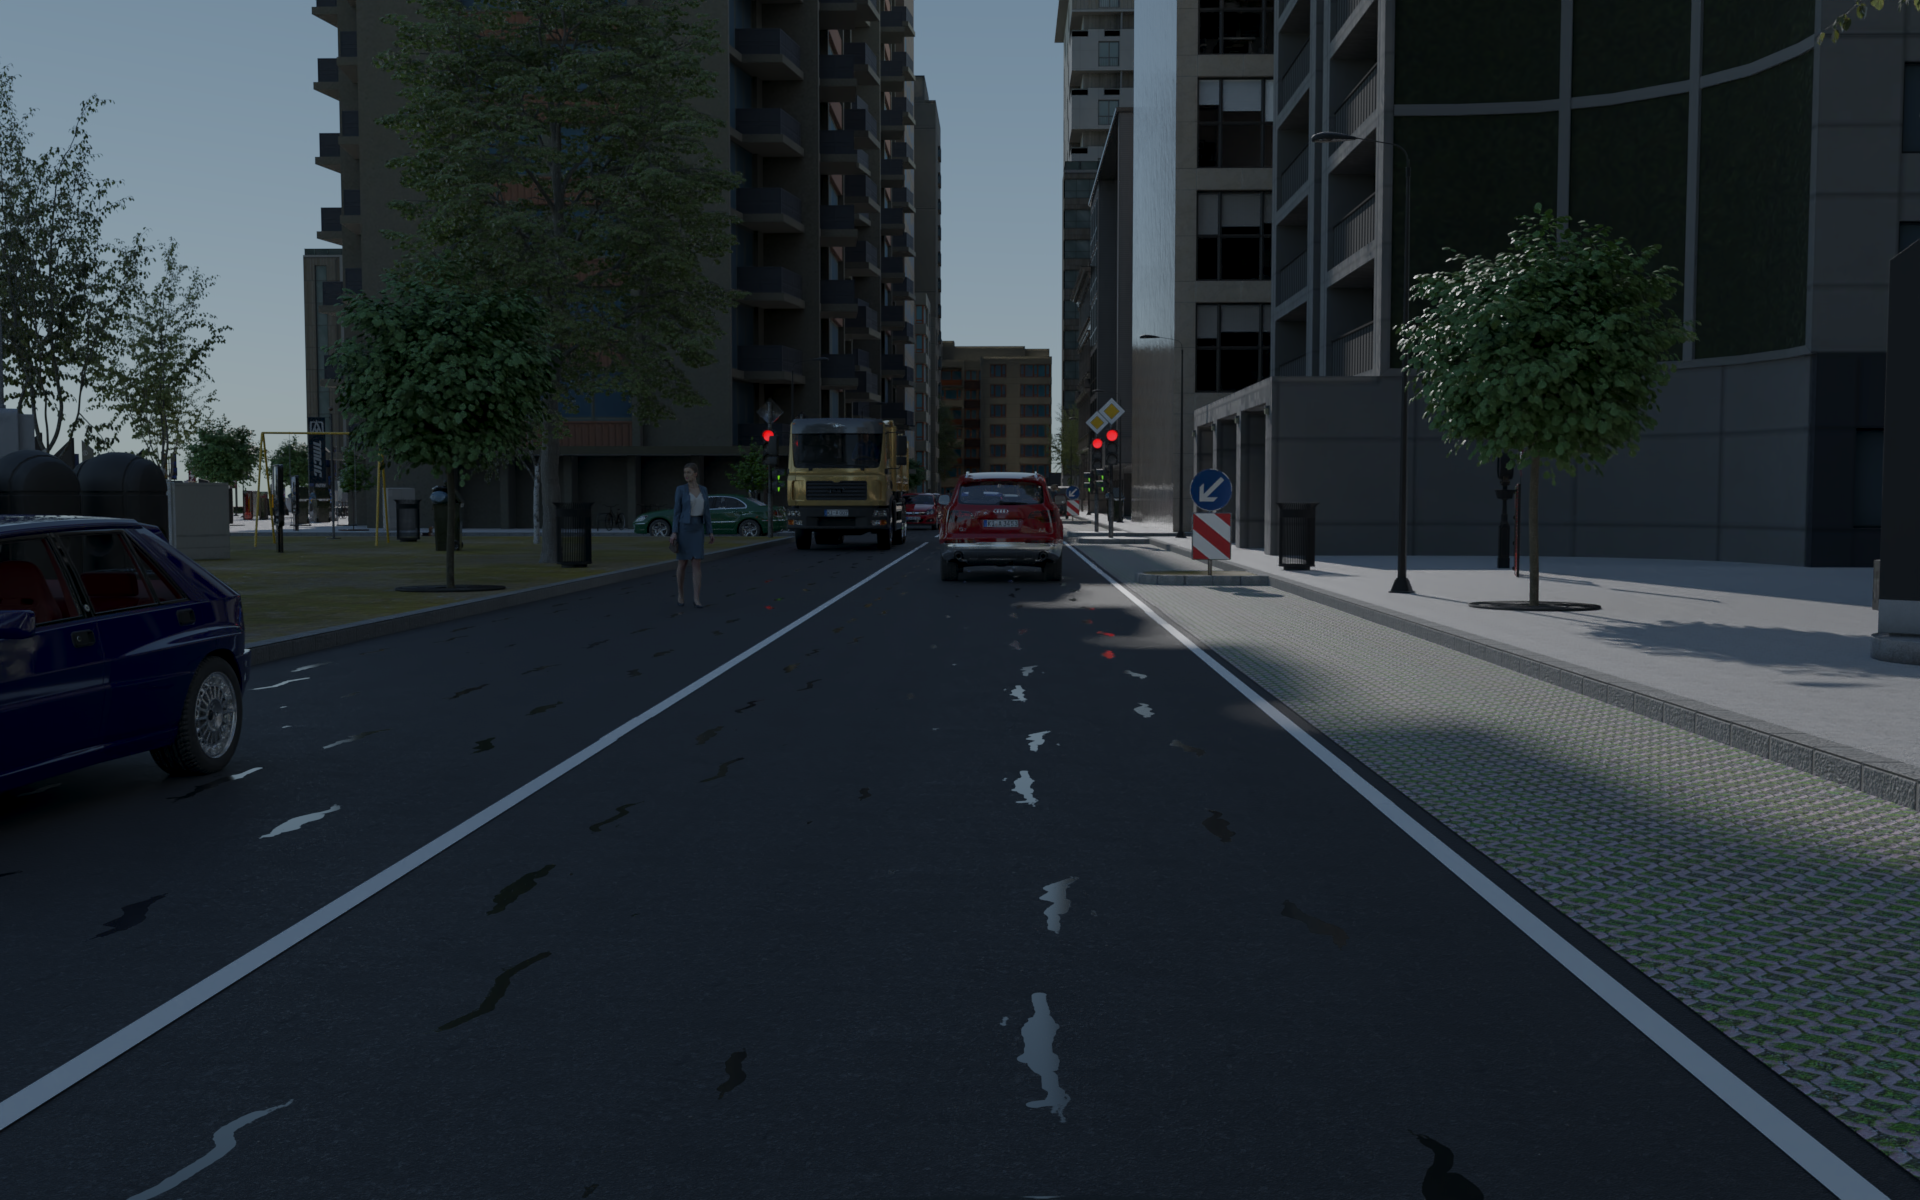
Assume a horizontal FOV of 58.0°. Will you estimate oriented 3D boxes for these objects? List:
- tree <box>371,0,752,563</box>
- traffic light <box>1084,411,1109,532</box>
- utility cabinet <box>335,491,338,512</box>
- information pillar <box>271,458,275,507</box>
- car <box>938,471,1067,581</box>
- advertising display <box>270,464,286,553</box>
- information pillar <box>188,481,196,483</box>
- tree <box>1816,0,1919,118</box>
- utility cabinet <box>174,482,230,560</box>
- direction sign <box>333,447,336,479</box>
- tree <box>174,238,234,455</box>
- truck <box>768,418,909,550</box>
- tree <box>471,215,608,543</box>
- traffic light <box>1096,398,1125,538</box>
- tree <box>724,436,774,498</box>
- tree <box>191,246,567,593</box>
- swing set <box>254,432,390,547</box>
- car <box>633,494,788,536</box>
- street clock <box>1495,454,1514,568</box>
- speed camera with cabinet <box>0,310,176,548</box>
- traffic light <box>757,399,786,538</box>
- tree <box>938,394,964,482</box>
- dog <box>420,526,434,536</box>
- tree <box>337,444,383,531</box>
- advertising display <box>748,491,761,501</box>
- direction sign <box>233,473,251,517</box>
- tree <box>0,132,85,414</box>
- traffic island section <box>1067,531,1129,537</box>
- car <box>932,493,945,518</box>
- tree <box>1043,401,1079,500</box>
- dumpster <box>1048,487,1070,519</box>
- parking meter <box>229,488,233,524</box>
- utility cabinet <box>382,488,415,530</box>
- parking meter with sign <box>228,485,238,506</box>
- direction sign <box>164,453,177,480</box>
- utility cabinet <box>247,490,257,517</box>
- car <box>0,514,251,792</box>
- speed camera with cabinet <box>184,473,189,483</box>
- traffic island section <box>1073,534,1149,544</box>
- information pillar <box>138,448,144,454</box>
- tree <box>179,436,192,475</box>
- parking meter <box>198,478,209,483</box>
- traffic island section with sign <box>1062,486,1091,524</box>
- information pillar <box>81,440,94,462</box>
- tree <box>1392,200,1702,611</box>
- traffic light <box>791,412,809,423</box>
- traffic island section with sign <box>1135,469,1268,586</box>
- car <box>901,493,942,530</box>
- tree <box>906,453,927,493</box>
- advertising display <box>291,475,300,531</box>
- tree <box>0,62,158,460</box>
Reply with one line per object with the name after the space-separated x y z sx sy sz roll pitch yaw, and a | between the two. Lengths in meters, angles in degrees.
-7.391 -6.986 32.353 7.486 12.596 7.792 0 3 0 | tree
4.610 -4.261 58.586 0.839 4.253 0.868 0 4 1 | traffic light
-39.768 -6.297 111.627 1.173 1.500 0.318 1 4 8 | utility cabinet
-38.019 -6.416 96.261 0.504 3.616 0.183 1 4 12 | information pillar
0.726 -1.308 30.062 2.281 1.827 5.304 0 4 2 | car
-14.968 -2.009 38.057 0.123 1.923 0.974 -2 4 -28 | advertising display
-44.568 -5.878 100.594 0.304 2.012 0.304 1 4 20 | information pillar
6.130 -3.533 8.133 4.360 8.622 3.978 0 3 0 | tree
-14.788 -1.523 33.587 0.318 1.500 1.173 2 4 32 | utility cabinet
-29.994 -5.565 82.980 0.379 3.537 0.876 0 4 -7 | direction sign
-22.786 -6.017 48.746 4.737 8.622 4.395 0 3 0 | tree
-2.943 -3.119 46.913 3.469 3.379 9.791 0 4 2 | truck
-11.100 -5.790 45.029 4.360 8.622 3.978 0 3 0 | tree
4.401 -3.773 50.604 0.839 4.253 0.868 0 4 1 | traffic light
-6.887 -3.865 57.802 1.663 3.219 1.824 0 3 0 | tree
-6.868 -2.406 23.050 4.285 4.588 4.351 0 3 0 | tree
-15.981 -2.825 43.809 3.119 2.851 2.862 -1 4 -12 | swing set
-7.822 -2.608 54.434 4.920 1.459 2.131 0 4 3 | car
9.400 -1.549 29.896 0.358 2.002 0.471 1 4 10 | street clock
-9.849 -1.520 19.193 2.038 3.252 0.660 -2 4 -30 | speed camera with cabinet
-5.557 -3.788 50.847 0.839 4.253 0.868 0 4 1 | traffic light
-3.273 -16.238 183.618 7.486 12.596 7.792 0 3 0 | tree
-17.379 -2.223 56.540 0.550 0.427 0.748 -3 5 -40 | dog
-21.172 -4.015 60.239 1.663 3.219 1.824 0 3 0 | tree
-7.279 -3.430 61.286 0.123 1.923 0.974 -2 4 -27 | advertising display
-39.365 -6.306 95.102 0.876 3.537 0.379 -3 5 -42 | direction sign
-19.691 -5.235 35.957 4.737 8.622 4.395 0 3 0 | tree
4.650 -2.227 58.699 2.009 0.180 2.903 0 4 1 | traffic island section
-1.815 -5.806 103.965 2.155 1.783 4.494 0 4 1 | car
9.811 -11.710 141.823 4.737 8.622 4.395 0 3 0 | tree
5.403 -5.575 99.366 1.865 1.857 1.264 0 4 3 | dumpster
-31.529 -4.050 74.626 0.372 1.533 0.369 0 3 0 | parking meter
-19.640 -3.180 60.674 0.318 1.500 1.173 2 4 32 | utility cabinet
-50.239 -7.456 118.170 1.738 3.016 0.543 -1 4 -18 | parking meter with sign
-43.518 -6.321 95.352 0.379 3.537 0.876 3 4 36 | direction sign
-39.498 -5.373 96.524 0.318 1.500 1.173 0 4 0 | utility cabinet
-4.729 0.303 7.632 1.945 1.354 3.894 0 4 3 | car
-50.264 -7.154 111.308 2.038 3.252 0.660 -2 4 -26 | speed camera with cabinet
4.441 -1.739 50.717 2.009 0.180 2.903 0 4 1 | traffic island section
-41.841 -5.938 88.448 0.183 3.616 0.504 2 4 32 | information pillar
-29.638 -5.271 69.900 4.285 4.588 4.351 0 3 0 | tree
-28.118 -3.595 64.494 0.399 1.863 0.255 -1 4 -15 | parking meter
5.310 -4.584 83.574 1.989 1.847 2.006 0 4 1 | traffic island section with sign
-37.780 -5.120 75.066 0.504 3.616 0.183 0 4 -6 | information pillar
6.587 -2.189 19.509 4.285 4.588 4.351 0 3 0 | tree
-5.348 -4.276 58.830 0.839 4.253 0.868 0 4 1 | traffic light
3.847 -1.179 27.911 1.989 1.847 2.006 0 4 1 | traffic island section with sign
-1.713 -3.754 70.423 2.155 1.783 4.494 0 4 3 | car
-4.182 -9.115 132.742 4.285 4.588 4.351 0 3 0 | tree
-23.218 -3.382 60.503 0.123 1.923 0.974 -2 4 -30 | advertising display
-15.599 -4.836 29.431 4.360 8.622 3.978 0 3 0 | tree
